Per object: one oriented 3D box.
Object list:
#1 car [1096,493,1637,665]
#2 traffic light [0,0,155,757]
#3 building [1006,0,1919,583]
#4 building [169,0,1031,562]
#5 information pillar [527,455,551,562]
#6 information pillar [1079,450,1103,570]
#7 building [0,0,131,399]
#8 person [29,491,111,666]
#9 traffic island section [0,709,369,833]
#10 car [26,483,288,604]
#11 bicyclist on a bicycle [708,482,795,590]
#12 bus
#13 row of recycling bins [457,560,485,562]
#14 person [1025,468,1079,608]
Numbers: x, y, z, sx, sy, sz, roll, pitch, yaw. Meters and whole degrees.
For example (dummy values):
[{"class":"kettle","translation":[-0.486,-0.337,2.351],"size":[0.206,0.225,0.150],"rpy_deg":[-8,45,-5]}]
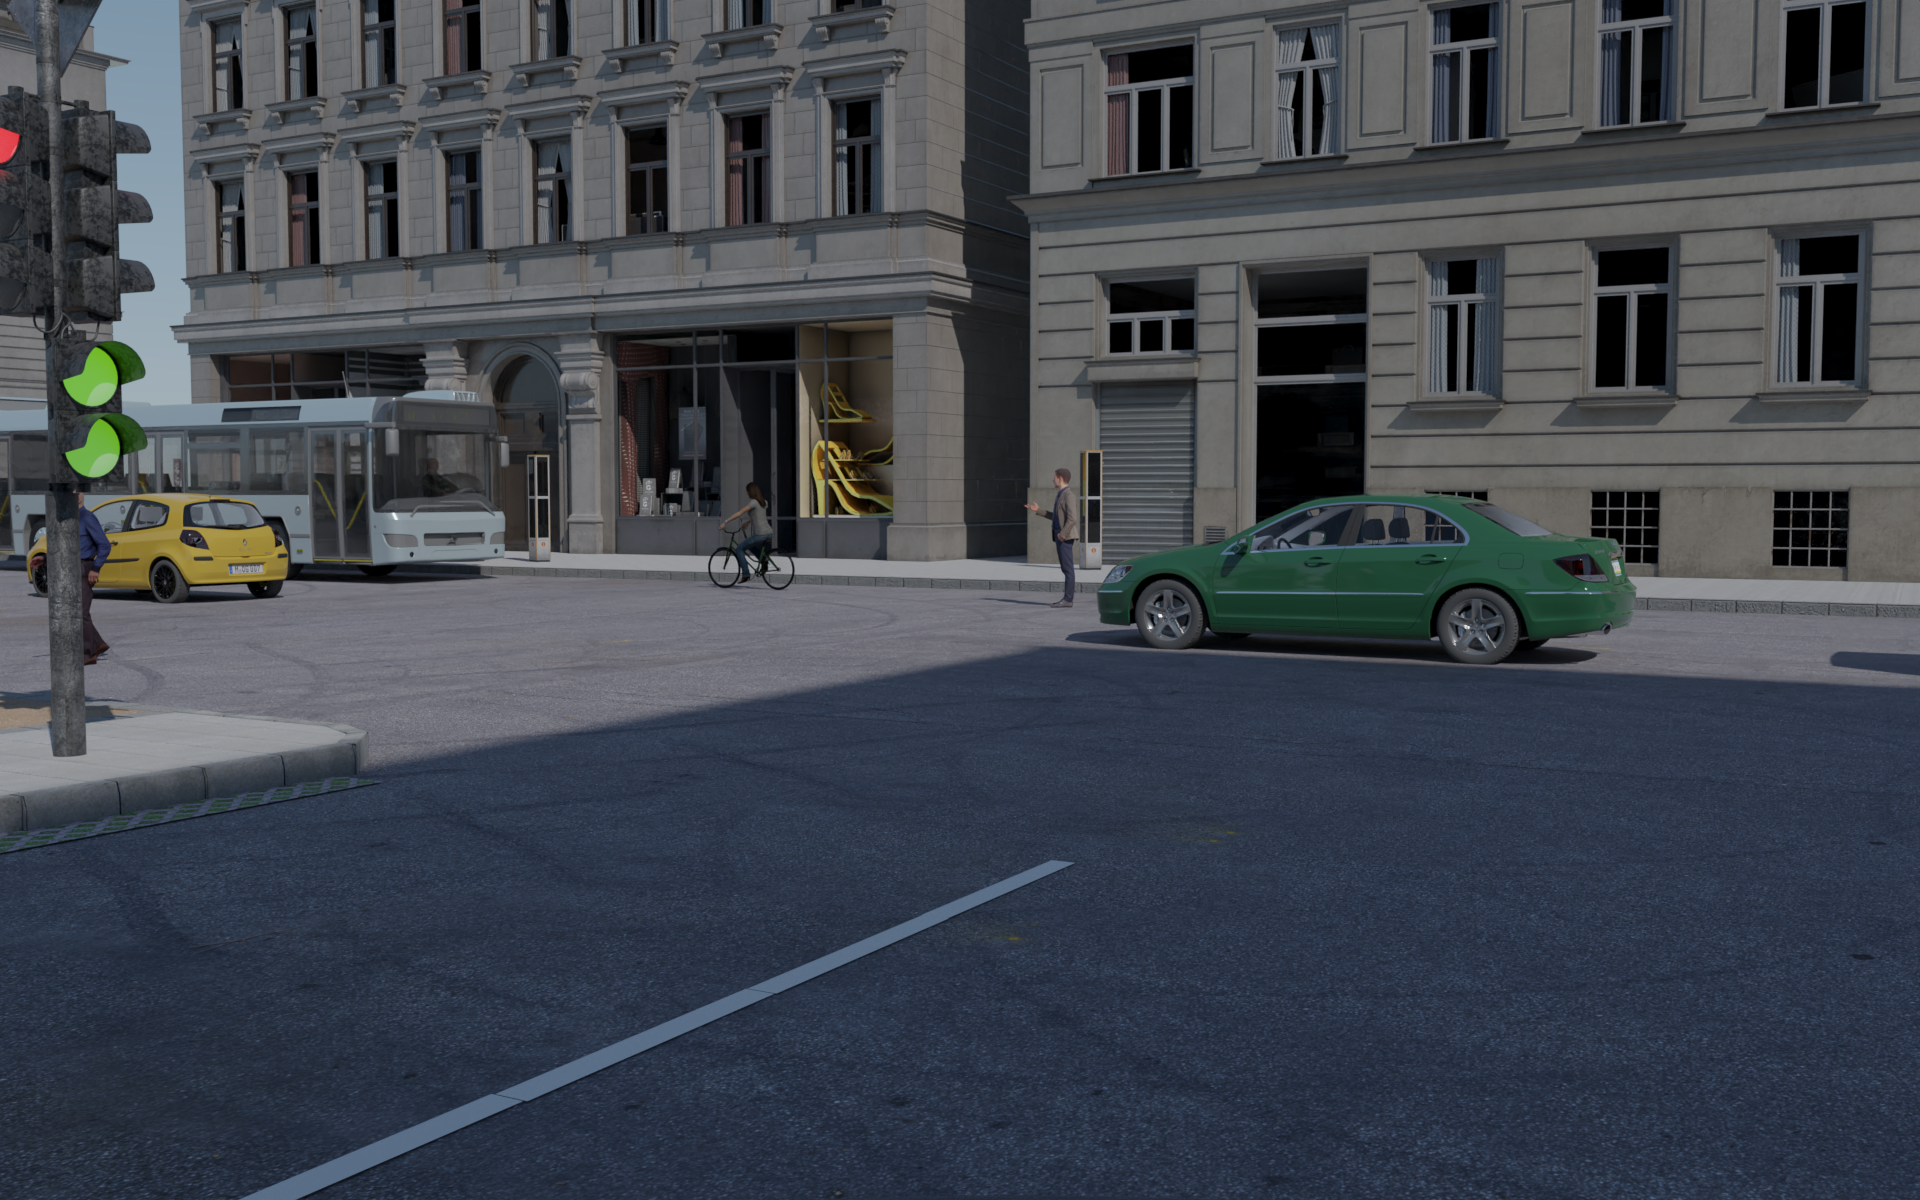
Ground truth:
[{"class":"car","translation":[3.602,-0.255,15.970],"size":[4.920,1.459,2.131],"rpy_deg":[2,4,30]},{"class":"traffic light","translation":[-4.363,-1.190,8.385],"size":[0.839,4.253,0.868],"rpy_deg":[2,4,29]},{"class":"building","translation":[17.209,-12.070,30.634],"size":[30.059,22.955,16.112],"rpy_deg":[2,4,29]},{"class":"building","translation":[-15.785,-11.906,45.569],"size":[40.483,20.767,10.553],"rpy_deg":[2,4,29]},{"class":"information pillar","translation":[-7.944,-1.724,32.688],"size":[0.304,2.012,0.304],"rpy_deg":[-3,5,-43]},{"class":"information pillar","translation":[2.208,-1.515,29.268],"size":[0.304,2.012,0.304],"rpy_deg":[-1,4,-18]},{"class":"building","translation":[-43.322,-13.491,62.385],"size":[24.055,21.916,13.314],"rpy_deg":[2,4,29]},{"class":"person","translation":[-7.453,-0.203,14.509],"size":[0.600,1.496,0.574],"rpy_deg":[-2,4,-30]},{"class":"traffic island section","translation":[-4.393,0.841,8.538],"size":[2.009,0.180,2.903],"rpy_deg":[2,4,29]},{"class":"car","translation":[-11.200,-0.842,23.995],"size":[3.980,1.641,2.015],"rpy_deg":[2,4,29]},{"class":"bicyclist on a bicycle","translation":[-3.152,-0.978,26.012],"size":[1.625,1.676,1.499],"rpy_deg":[2,4,30]},{"class":"bus","translation":[-13.251,-2.204,30.891],"size":[13.247,3.499,2.948],"rpy_deg":[2,4,29]},{"class":"row of recycling bins","translation":[-9.964,-1.660,34.254],"size":[1.069,1.692,3.534],"rpy_deg":[-1,4,-21]},{"class":"person","translation":[1.157,-0.794,22.014],"size":[0.750,1.759,0.617],"rpy_deg":[1,4,11]}]
